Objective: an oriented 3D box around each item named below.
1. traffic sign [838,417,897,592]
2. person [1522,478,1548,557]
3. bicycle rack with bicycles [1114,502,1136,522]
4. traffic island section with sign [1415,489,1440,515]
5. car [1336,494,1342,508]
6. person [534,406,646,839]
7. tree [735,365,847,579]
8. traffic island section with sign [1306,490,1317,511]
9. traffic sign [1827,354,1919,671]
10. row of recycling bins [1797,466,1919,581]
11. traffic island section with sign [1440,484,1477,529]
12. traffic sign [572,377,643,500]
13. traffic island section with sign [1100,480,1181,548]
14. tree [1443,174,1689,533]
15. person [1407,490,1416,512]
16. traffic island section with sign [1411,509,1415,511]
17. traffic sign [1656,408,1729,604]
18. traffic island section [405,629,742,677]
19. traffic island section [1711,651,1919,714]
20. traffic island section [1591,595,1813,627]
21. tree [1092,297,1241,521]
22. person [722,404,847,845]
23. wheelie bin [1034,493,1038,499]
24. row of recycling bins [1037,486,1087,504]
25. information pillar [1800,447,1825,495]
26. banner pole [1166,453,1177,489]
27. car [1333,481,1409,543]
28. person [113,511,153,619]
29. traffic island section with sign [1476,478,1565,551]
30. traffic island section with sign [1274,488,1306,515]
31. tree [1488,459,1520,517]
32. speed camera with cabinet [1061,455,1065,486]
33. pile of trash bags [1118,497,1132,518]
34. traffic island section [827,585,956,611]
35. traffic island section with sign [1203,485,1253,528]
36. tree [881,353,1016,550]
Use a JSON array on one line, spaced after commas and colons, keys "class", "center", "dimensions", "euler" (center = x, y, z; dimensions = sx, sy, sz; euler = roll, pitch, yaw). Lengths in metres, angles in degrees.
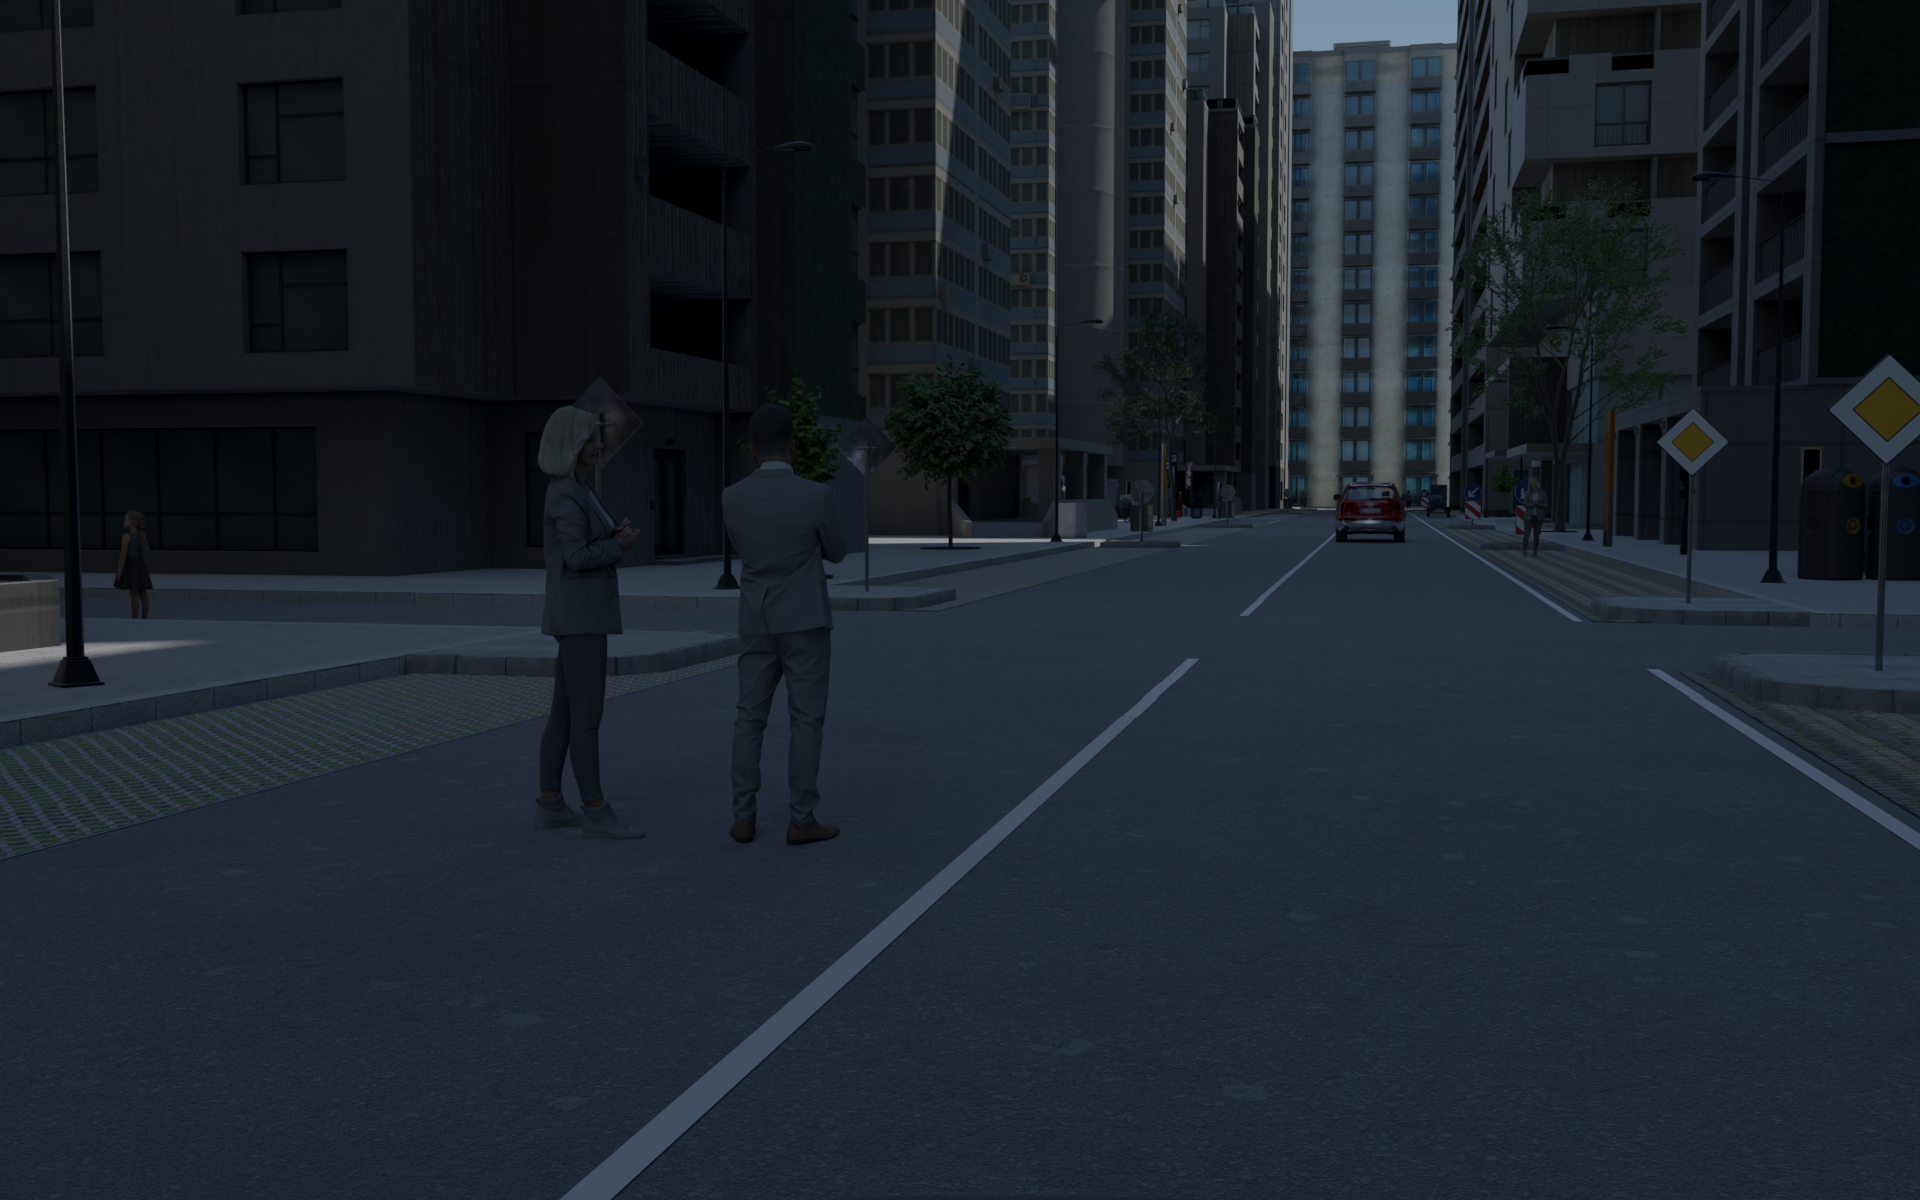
[{"class": "traffic sign", "center": [-1.216, -1.162, 22.635], "dimensions": [0.795, 2.450, 0.064], "euler": [1, 4, 14]}, {"class": "person", "center": [12.961, -1.856, 39.022], "dimensions": [0.537, 1.800, 0.526], "euler": [1, 4, 21]}, {"class": "bicycle rack with bicycles", "center": [7.123, -4.014, 79.014], "dimensions": [2.925, 0.926, 2.852], "euler": [-3, 4, -36]}, {"class": "traffic island section with sign", "center": [32.573, -6.764, 119.223], "dimensions": [1.989, 1.847, 2.006], "euler": [1, 4, 14]}, {"class": "car", "center": [33.847, -8.703, 151.335], "dimensions": [2.155, 1.783, 4.494], "euler": [1, 4, 14]}, {"class": "person", "center": [-1.564, 0.079, 7.394], "dimensions": [0.526, 1.800, 0.537], "euler": [0, 4, 3]}, {"class": "tree", "center": [-2.571, -1.932, 26.184], "dimensions": [1.663, 3.219, 1.824], "euler": [0, 3, 0]}, {"class": "traffic island section with sign", "center": [29.675, -8.570, 148.747], "dimensions": [1.989, 1.847, 2.006], "euler": [1, 4, 14]}, {"class": "traffic sign", "center": [6.660, -0.541, 12.496], "dimensions": [0.795, 2.450, 0.064], "euler": [1, 4, 14]}, {"class": "row of recycling bins", "center": [14.401, -1.140, 25.756], "dimensions": [3.534, 1.692, 1.069], "euler": [1, 4, 13]}, {"class": "traffic island section with sign", "center": [20.849, -3.810, 70.927], "dimensions": [1.989, 1.847, 2.006], "euler": [1, 4, 14]}, {"class": "traffic sign", "center": [-3.098, -0.687, 14.874], "dimensions": [0.795, 2.450, 0.064], "euler": [1, 4, 14]}, {"class": "traffic island section with sign", "center": [4.889, -2.319, 46.537], "dimensions": [1.989, 1.847, 2.006], "euler": [1, 4, 14]}, {"class": "tree", "center": [20.094, -8.074, 57.768], "dimensions": [9.928, 11.665, 9.643], "euler": [0, 3, 0]}, {"class": "person", "center": [35.693, -7.843, 137.517], "dimensions": [0.721, 1.735, 1.217], "euler": [-2, 4, -31]}, {"class": "traffic island section with sign", "center": [38.987, -8.384, 145.701], "dimensions": [1.989, 1.847, 2.006], "euler": [1, 4, 14]}, {"class": "traffic sign", "center": [8.542, -1.016, 20.257], "dimensions": [0.795, 2.450, 0.064], "euler": [1, 4, 14]}, {"class": "traffic island section", "center": [-3.123, 0.449, 14.942], "dimensions": [2.009, 0.180, 2.903], "euler": [1, 4, 14]}, {"class": "traffic island section", "center": [6.684, 0.594, 12.568], "dimensions": [2.009, 0.180, 2.903], "euler": [1, 4, 14]}, {"class": "traffic island section", "center": [8.566, 0.119, 20.328], "dimensions": [2.009, 0.180, 2.903], "euler": [1, 4, 14]}, {"class": "tree", "center": [9.891, -9.048, 82.349], "dimensions": [7.601, 10.594, 8.767], "euler": [1, 4, 19]}, {"class": "person", "center": [-0.726, 0.089, 7.229], "dimensions": [0.511, 1.800, 0.466], "euler": [0, 4, 3]}, {"class": "wheelie bin", "center": [3.725, -4.149, 75.749], "dimensions": [0.980, 1.594, 0.693], "euler": [0, 4, 5]}, {"class": "row of recycling bins", "center": [5.465, -4.769, 85.085], "dimensions": [3.534, 1.692, 1.069], "euler": [1, 4, 21]}, {"class": "information pillar", "center": [13.325, -1.384, 27.118], "dimensions": [0.304, 2.012, 0.304], "euler": [2, 4, 31]}, {"class": "banner pole", "center": [11.112, -6.226, 91.812], "dimensions": [0.863, 3.779, 0.401], "euler": [1, 4, 16]}, {"class": "car", "center": [12.539, -2.704, 52.890], "dimensions": [2.281, 1.827, 5.304], "euler": [1, 4, 14]}, {"class": "person", "center": [-8.781, -0.317, 18.359], "dimensions": [0.373, 1.253, 0.362], "euler": [1, 4, 17]}, {"class": "traffic island section with sign", "center": [14.499, -2.208, 44.727], "dimensions": [1.989, 1.847, 2.006], "euler": [1, 4, 14]}, {"class": "traffic island section with sign", "center": [23.083, -6.909, 121.590], "dimensions": [1.989, 1.847, 2.006], "euler": [1, 4, 14]}, {"class": "tree", "center": [29.967, -6.165, 95.405], "dimensions": [1.663, 3.219, 1.824], "euler": [0, 3, 0]}, {"class": "speed camera with cabinet", "center": [5.837, -5.697, 87.489], "dimensions": [2.038, 3.252, 0.660], "euler": [1, 4, 18]}, {"class": "pile of trash bags", "center": [8.300, -5.131, 93.645], "dimensions": [1.912, 1.369, 3.447], "euler": [1, 4, 22]}, {"class": "traffic island section", "center": [-1.241, -0.026, 22.703], "dimensions": [2.009, 0.180, 2.903], "euler": [1, 4, 14]}, {"class": "traffic island section with sign", "center": [11.367, -3.955, 73.289], "dimensions": [1.989, 1.847, 2.006], "euler": [1, 4, 14]}, {"class": "tree", "center": [-0.221, -3.477, 40.564], "dimensions": [4.285, 4.588, 4.351], "euler": [0, 3, 0]}]
